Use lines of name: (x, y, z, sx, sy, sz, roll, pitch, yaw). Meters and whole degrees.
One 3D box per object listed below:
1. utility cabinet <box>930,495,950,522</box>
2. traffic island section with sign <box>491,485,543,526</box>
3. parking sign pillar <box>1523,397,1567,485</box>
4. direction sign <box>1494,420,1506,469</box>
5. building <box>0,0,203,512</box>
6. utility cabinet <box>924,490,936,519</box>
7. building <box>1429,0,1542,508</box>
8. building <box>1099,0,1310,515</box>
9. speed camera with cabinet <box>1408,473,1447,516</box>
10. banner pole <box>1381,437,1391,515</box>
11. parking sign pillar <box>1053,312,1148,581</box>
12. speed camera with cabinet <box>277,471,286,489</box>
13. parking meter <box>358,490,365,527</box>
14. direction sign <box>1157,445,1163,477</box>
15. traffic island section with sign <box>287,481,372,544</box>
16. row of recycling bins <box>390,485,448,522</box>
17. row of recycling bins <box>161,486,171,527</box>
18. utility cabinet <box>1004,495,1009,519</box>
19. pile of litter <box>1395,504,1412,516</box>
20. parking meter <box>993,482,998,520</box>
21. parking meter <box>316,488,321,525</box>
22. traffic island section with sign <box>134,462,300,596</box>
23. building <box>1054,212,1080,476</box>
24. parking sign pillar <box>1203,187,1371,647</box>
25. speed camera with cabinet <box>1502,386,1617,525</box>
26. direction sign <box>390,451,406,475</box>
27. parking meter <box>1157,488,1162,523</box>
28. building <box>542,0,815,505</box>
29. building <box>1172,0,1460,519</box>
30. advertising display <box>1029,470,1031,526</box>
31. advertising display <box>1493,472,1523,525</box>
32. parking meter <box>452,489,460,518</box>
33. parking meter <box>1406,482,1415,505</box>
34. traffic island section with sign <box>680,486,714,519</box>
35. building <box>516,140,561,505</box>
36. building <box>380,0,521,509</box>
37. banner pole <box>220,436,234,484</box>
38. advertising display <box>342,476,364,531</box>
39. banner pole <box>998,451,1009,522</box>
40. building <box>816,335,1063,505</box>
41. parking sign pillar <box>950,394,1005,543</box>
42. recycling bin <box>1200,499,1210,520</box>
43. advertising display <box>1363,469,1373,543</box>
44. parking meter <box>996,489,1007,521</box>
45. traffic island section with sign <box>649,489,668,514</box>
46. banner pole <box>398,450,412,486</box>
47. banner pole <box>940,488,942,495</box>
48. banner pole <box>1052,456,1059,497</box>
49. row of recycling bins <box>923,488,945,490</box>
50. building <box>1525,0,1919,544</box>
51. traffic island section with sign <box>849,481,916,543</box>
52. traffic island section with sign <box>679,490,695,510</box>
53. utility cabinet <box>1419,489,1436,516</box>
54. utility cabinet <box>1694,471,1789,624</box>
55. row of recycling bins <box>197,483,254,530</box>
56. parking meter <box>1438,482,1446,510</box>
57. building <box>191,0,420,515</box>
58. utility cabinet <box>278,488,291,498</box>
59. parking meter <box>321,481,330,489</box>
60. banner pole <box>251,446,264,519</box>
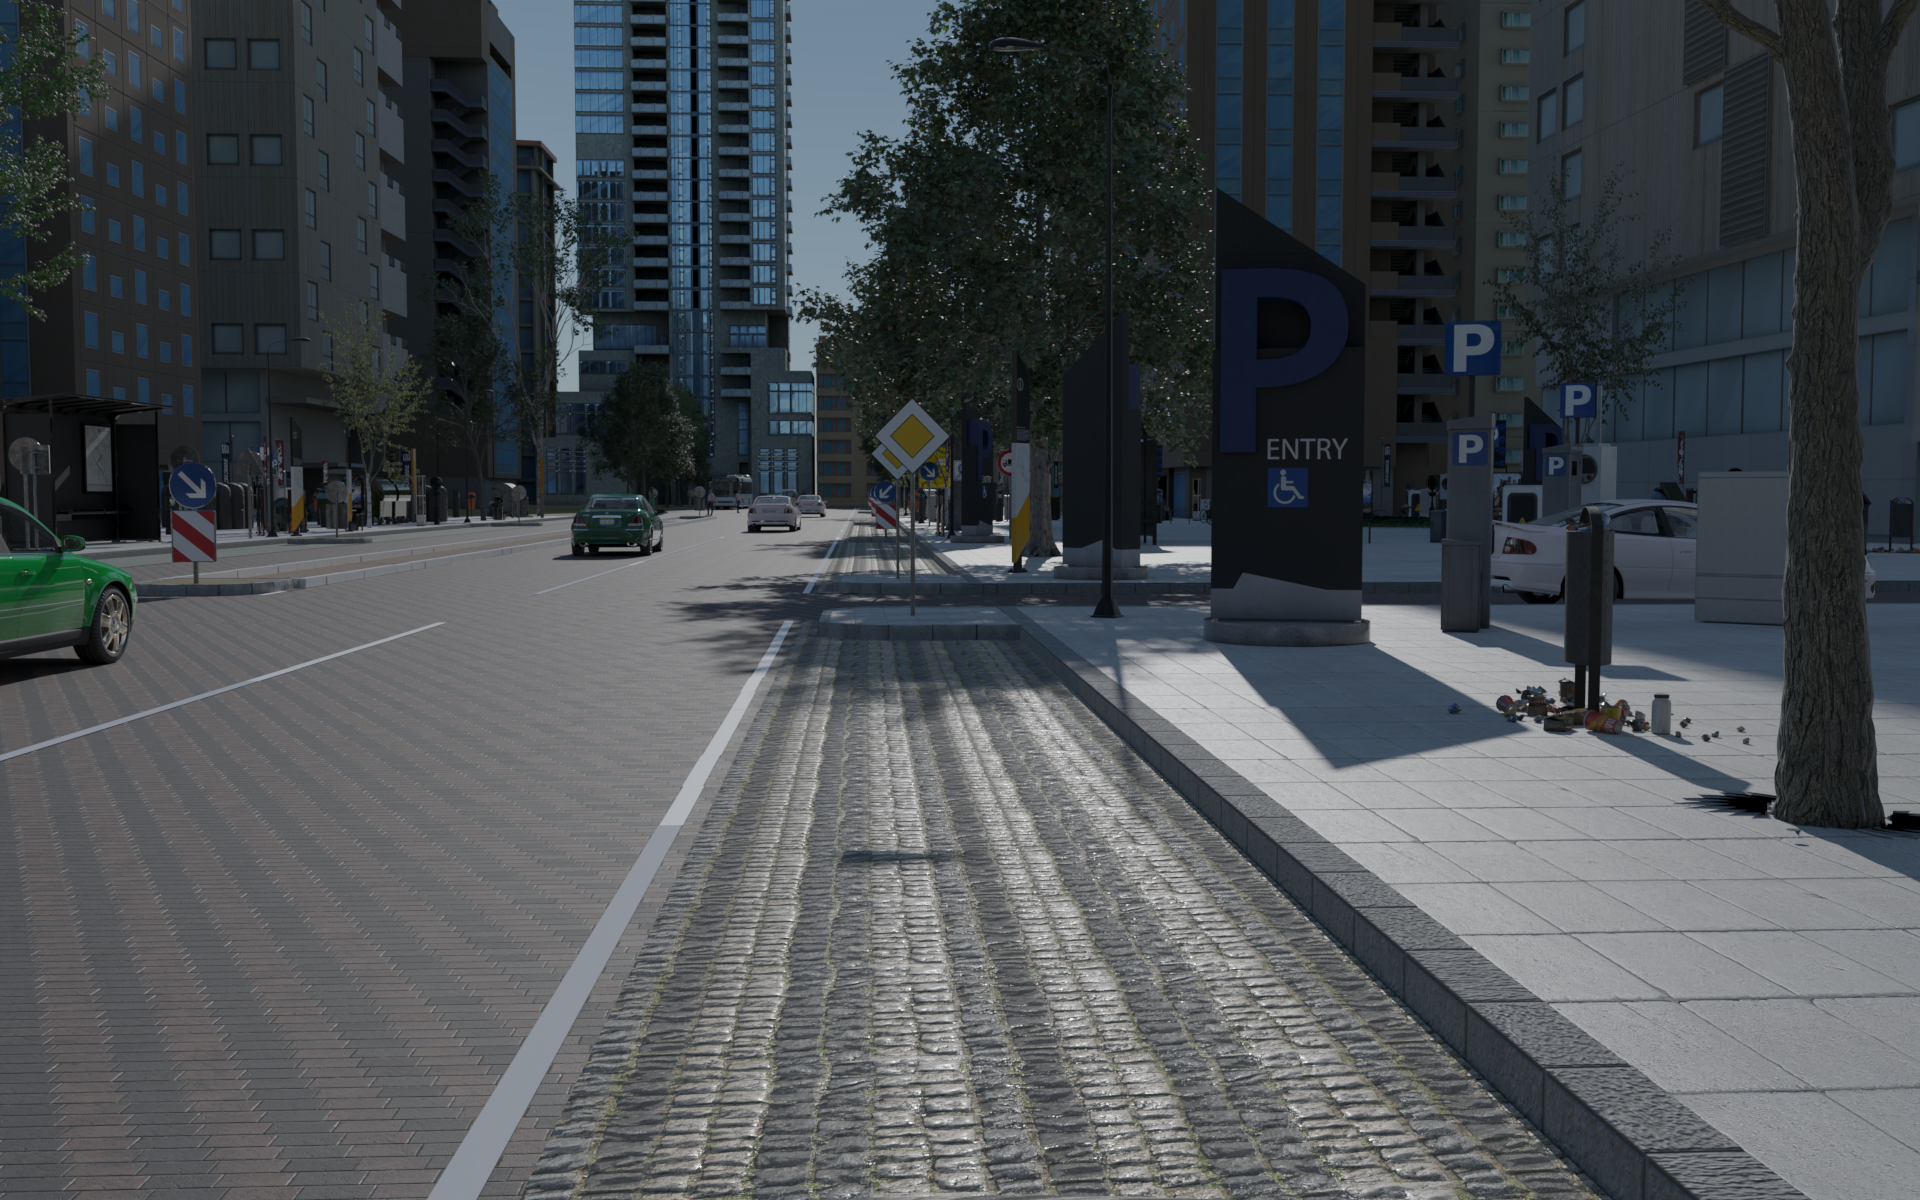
utility cabinet: (-0.910, -4.254, 80.716, 1.020, 1.237, 0.306, 1, 4, 11)
traffic island section with sign: (-19.695, -4.192, 77.159, 1.989, 1.847, 2.006, 0, 4, -3)
parking sign pillar: (16.337, -3.658, 48.283, 1.447, 3.967, 1.447, -2, 4, -24)
direction sign: (16.254, -3.737, 53.091, 0.876, 3.537, 0.379, 1, 4, 19)
building: (-45.286, -26.298, 80.083, 14.600, 45.320, 14.200, 0, 4, -3)
utility cabinet: (-1.666, -4.743, 86.221, 1.173, 1.500, 0.318, -3, 5, -42)
building: (52.990, -32.518, 155.377, 21.600, 48.544, 21.300, 0, 4, -3)
building: (16.780, -29.306, 129.264, 14.600, 45.320, 14.200, 0, 4, -3)
speed camera with cabinet: (20.932, -5.034, 76.637, 2.038, 3.252, 0.660, 2, 4, 26)
banner pole: (18.617, -5.251, 75.871, 0.401, 3.779, 0.863, -1, 4, -20)
parking sign pillar: (2.146, -2.313, 26.287, 1.447, 3.967, 1.447, -3, 5, -39)
speed camera with cabinet: (-26.924, -4.566, 68.990, 0.660, 3.252, 2.038, 0, 4, 6)
parking meter: (-23.608, -3.654, 68.150, 0.372, 1.533, 0.369, 0, 3, 0)
direction sign: (9.080, -5.422, 80.641, 0.379, 3.537, 0.876, -3, 5, -41)
traffic island section with sign: (-18.202, -2.545, 50.245, 1.989, 1.847, 2.006, 0, 4, -3)
row of recycling bins: (-25.308, -4.512, 80.883, 3.534, 1.692, 1.069, 2, 4, 31)
row of recycling bins: (-30.811, -3.638, 66.600, 3.534, 1.692, 1.069, -2, 4, -30)
utility cabinet: (2.755, -4.676, 87.609, 1.020, 1.237, 0.306, -1, 4, -11)
pile of litter: (18.940, -3.689, 74.280, 1.176, 0.858, 1.719, -2, 4, -23)
parking meter: (1.702, -4.913, 86.030, 0.255, 1.863, 0.399, 1, 4, 20)
parking meter: (-26.514, -3.884, 71.920, 0.372, 1.533, 0.369, 0, 3, 0)
traffic island section with sign: (-10.971, -1.053, 25.349, 2.006, 1.907, 1.989, 0, 4, -3)
building: (25.504, -38.233, 214.347, 27.495, 52.752, 28.713, 0, 4, -3)
parking sign pillar: (2.867, -1.630, 15.116, 1.447, 3.967, 1.447, 1, 4, 12)
speed camera with cabinet: (11.101, -2.312, 32.139, 0.660, 3.252, 2.038, -3, 4, -38)
direction sign: (-29.514, -6.059, 91.059, 0.876, 3.537, 0.379, 0, 4, -1)
parking meter: (8.686, -4.130, 75.942, 0.372, 1.533, 0.369, 0, 3, 0)
building: (-33.122, -54.672, 206.562, 31.000, 86.520, 22.319, 0, 4, -3)
building: (17.941, -27.197, 94.783, 14.600, 45.320, 14.200, 0, 4, -3)
advertising display: (1.886, -2.536, 46.678, 0.974, 1.923, 0.123, -3, 4, -36)
advertising display: (16.088, -2.808, 51.120, 0.974, 1.923, 0.123, 2, 4, 28)
parking meter: (-27.416, -5.248, 94.215, 0.372, 1.533, 0.369, 0, 3, 0)
parking meter: (25.944, -5.770, 100.053, 0.399, 1.863, 0.255, 2, 4, 33)
traffic island section with sign: (-15.153, -5.641, 100.371, 2.006, 1.907, 1.989, 0, 4, -3)
building: (-63.210, -33.789, 207.068, 28.867, 44.769, 22.147, 0, 4, -3)
building: (-47.770, -30.800, 153.697, 14.200, 45.320, 14.600, 0, 4, -3)
banner pole: (-31.260, -5.140, 74.062, 0.401, 3.779, 0.863, 1, 4, 22)
advertising display: (-21.184, -3.381, 60.486, 0.974, 1.923, 0.123, 2, 4, 31)
banner pole: (2.041, -5.505, 80.028, 0.401, 3.779, 0.863, 3, 5, 43)
building: (-2.807, -22.494, 212.812, 28.899, 21.520, 27.650, 0, 4, -3)
parking sign pillar: (0.463, -3.504, 45.756, 1.447, 3.967, 1.447, 1, 4, 21)
recycling bin: (11.960, -4.472, 85.678, 0.722, 1.027, 0.722, 1, 4, 11)
advertising display: (10.222, -2.433, 45.001, 0.974, 1.923, 0.123, 0, 4, 8)
parking meter: (1.865, -4.488, 81.785, 0.372, 1.533, 0.369, 0, 3, 0)
traffic island section with sign: (-22.466, -7.238, 126.973, 1.989, 1.847, 2.006, 0, 4, -3)
banner pole: (-28.775, -6.095, 89.674, 0.863, 3.779, 0.401, 0, 4, 2)
banner pole: (-0.779, -5.737, 83.822, 0.401, 3.779, 0.863, -3, 4, -38)
banner pole: (4.940, -6.135, 90.329, 0.401, 3.779, 0.863, 2, 4, 33)
row of recycling bins: (-0.955, -5.208, 92.258, 1.069, 1.692, 3.534, 3, 5, 41)
building: (35.879, -28.453, 54.440, 27.495, 52.752, 28.713, 0, 4, -3)
traffic island section with sign: (-2.324, -2.628, 51.601, 1.989, 1.847, 2.006, 0, 4, -3)
traffic island section with sign: (-24.015, -8.943, 154.849, 1.989, 1.847, 2.006, 0, 4, -3)
utility cabinet: (18.926, -3.760, 70.152, 0.318, 1.500, 1.173, 0, 4, -2)
utility cabinet: (7.892, -0.510, 17.018, 1.173, 1.500, 0.318, 3, 5, 40)
row of recycling bins: (-26.684, -3.404, 62.776, 1.069, 1.692, 3.534, 0, 4, 5)
parking meter: (24.243, -4.977, 87.087, 0.255, 1.863, 0.399, -1, 4, -18)
building: (-52.275, -31.943, 111.507, 28.713, 52.752, 27.495, 0, 4, -3)
utility cabinet: (-35.716, -5.060, 91.416, 1.173, 1.500, 0.318, -2, 4, -32)
parking meter: (-28.546, -4.417, 77.928, 0.399, 1.863, 0.255, -2, 4, -28)
banner pole: (-36.693, -6.143, 90.454, 0.863, 3.779, 0.401, -1, 4, -12)
